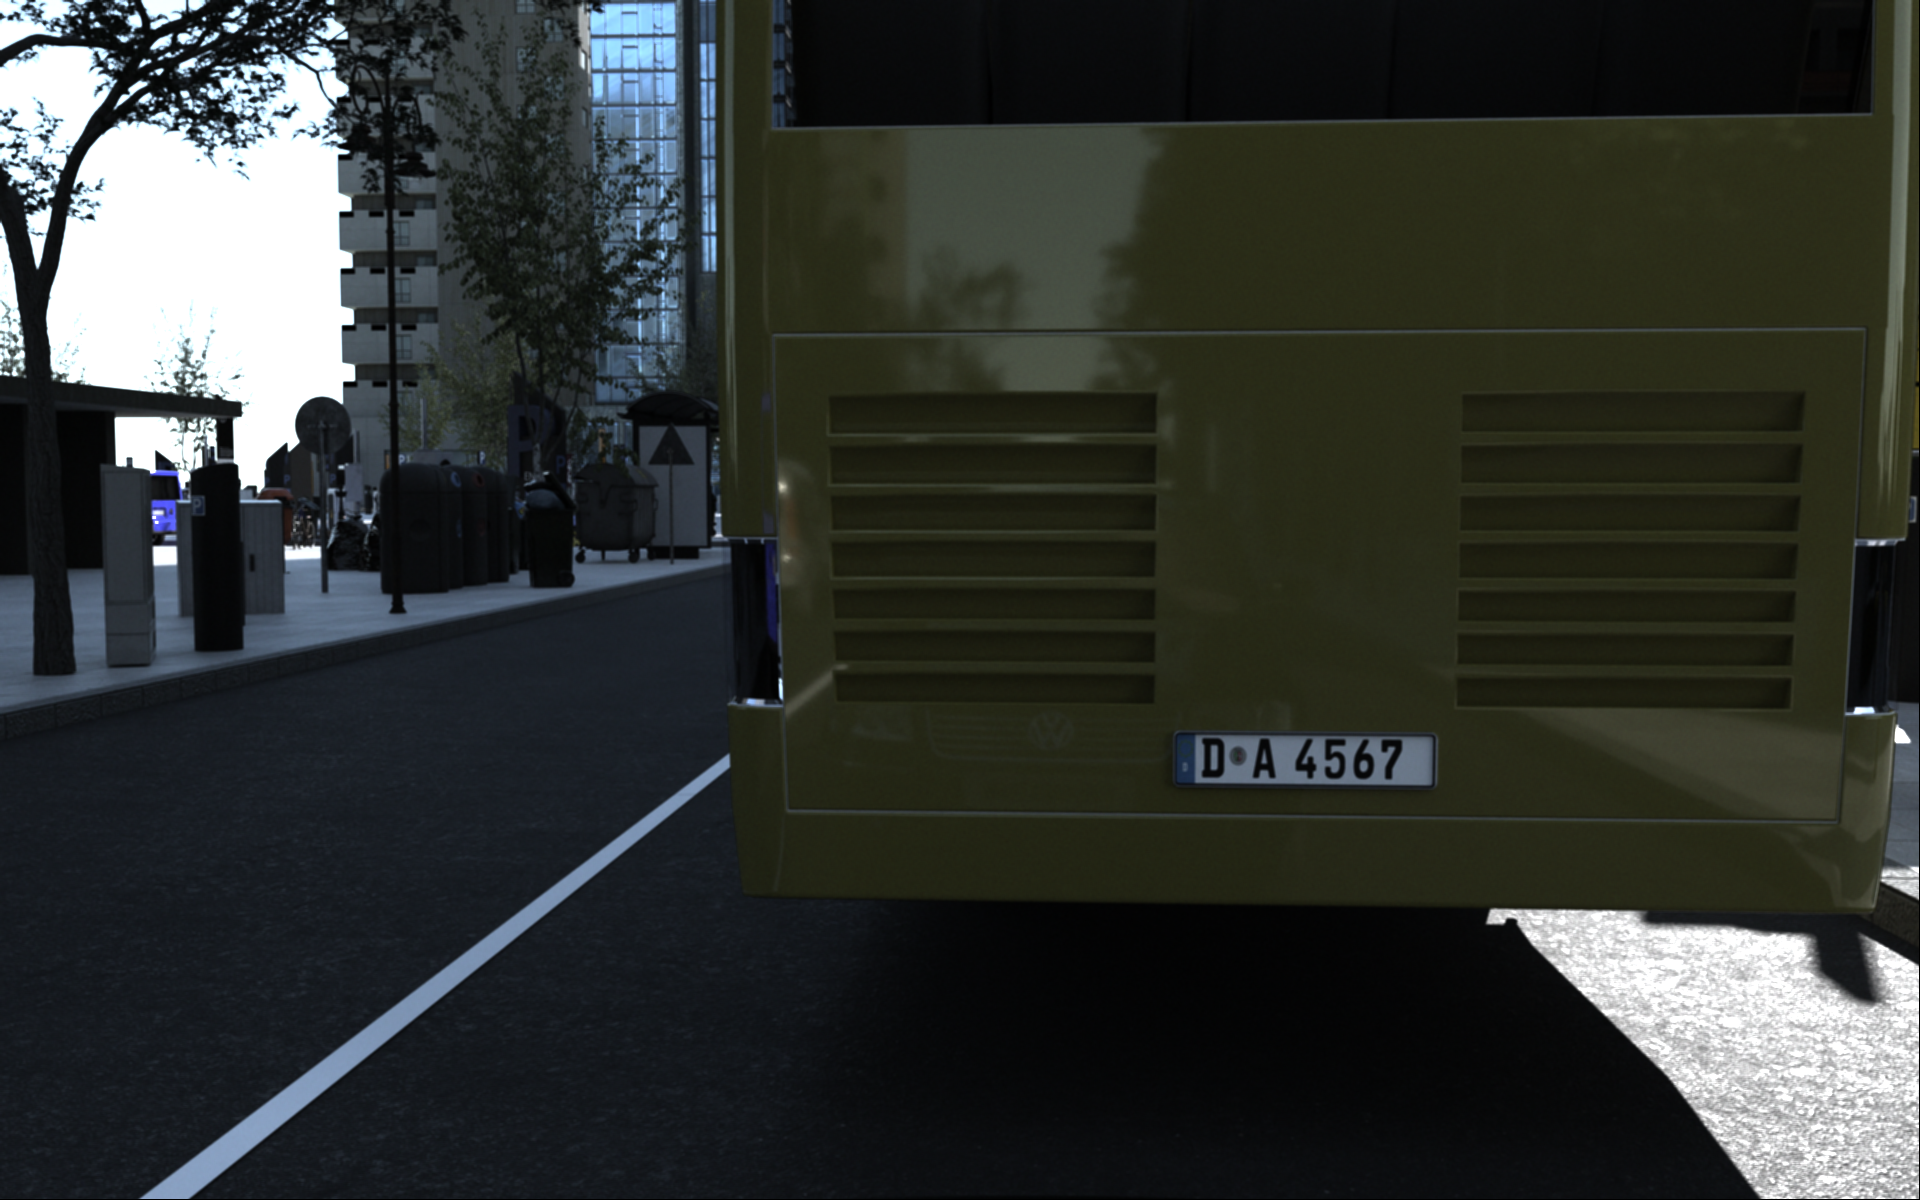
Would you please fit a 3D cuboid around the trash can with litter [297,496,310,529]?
[{"bbox_3d":[-24.161,-3.162,62.749,1.678,1.210,2.233,2,4,27],"label":"trash can with litter"}]

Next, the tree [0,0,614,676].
[{"bbox_3d":[-6.474,-4.769,12.382,8.767,10.594,7.601,0,4,-7],"label":"tree"}]

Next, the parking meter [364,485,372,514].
[{"bbox_3d":[-37.282,-6.323,109.095,0.399,1.863,0.255,2,4,32],"label":"parking meter"}]

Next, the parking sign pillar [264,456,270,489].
[{"bbox_3d":[-34.995,-6.129,88.681,1.447,3.967,1.447,2,4,24],"label":"parking sign pillar"}]

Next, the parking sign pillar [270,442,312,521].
[{"bbox_3d":[-29.342,-5.397,76.719,1.447,3.967,1.447,1,4,21],"label":"parking sign pillar"}]

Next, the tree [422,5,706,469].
[{"bbox_3d":[-6.350,-4.661,26.563,4.737,8.622,4.395,0,3,0],"label":"tree"}]

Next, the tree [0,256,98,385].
[{"bbox_3d":[-28.576,-6.250,52.543,4.360,8.622,3.978,0,3,0],"label":"tree"}]

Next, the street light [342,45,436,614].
[{"bbox_3d":[-6.060,-2.795,18.492,0.468,5.910,1.993,0,4,4],"label":"street light"}]

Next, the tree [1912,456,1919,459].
[{"bbox_3d":[15.902,-2.743,28.562,4.285,4.588,4.351,0,3,0],"label":"tree"}]

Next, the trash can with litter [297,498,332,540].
[{"bbox_3d":[-18.017,-2.273,48.559,1.055,1.170,0.624,1,4,12],"label":"trash can with litter"}]

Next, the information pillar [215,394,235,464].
[{"bbox_3d":[-17.272,-3.020,40.724,0.183,3.616,0.504,1,4,22],"label":"information pillar"}]

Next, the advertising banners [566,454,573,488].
[{"bbox_3d":[-17.151,-4.775,74.257,0.090,3.025,2.074,1,4,20],"label":"advertising banners"}]

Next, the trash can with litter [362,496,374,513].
[{"bbox_3d":[-39.460,-6.374,115.271,2.233,1.210,1.678,-2,4,-33],"label":"trash can with litter"}]

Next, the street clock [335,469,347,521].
[{"bbox_3d":[-17.938,-2.791,50.210,0.358,2.002,0.471,-1,4,-18],"label":"street clock"}]

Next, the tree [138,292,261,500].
[{"bbox_3d":[-28.273,-6.943,63.885,4.360,8.622,3.978,0,3,0],"label":"tree"}]

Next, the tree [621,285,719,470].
[{"bbox_3d":[-9.291,-6.733,60.448,4.360,8.622,3.978,0,3,0],"label":"tree"}]

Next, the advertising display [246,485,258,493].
[{"bbox_3d":[-49.859,-7.143,122.002,0.123,1.923,0.974,1,4,21],"label":"advertising display"}]

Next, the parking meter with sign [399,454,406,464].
[{"bbox_3d":[-23.633,-4.833,75.285,1.738,3.016,0.543,1,4,23],"label":"parking meter with sign"}]

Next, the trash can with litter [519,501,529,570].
[{"bbox_3d":[-7.424,-1.084,29.106,0.624,1.170,1.055,2,4,24],"label":"trash can with litter"}]

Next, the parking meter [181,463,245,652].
[{"bbox_3d":[-6.110,-0.356,14.239,0.372,1.533,0.369,0,3,0],"label":"parking meter"}]

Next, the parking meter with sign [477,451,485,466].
[{"bbox_3d":[-18.600,-4.521,70.180,1.738,3.016,0.543,1,4,10],"label":"parking meter with sign"}]

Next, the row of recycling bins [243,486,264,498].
[{"bbox_3d":[-38.693,-5.264,93.176,3.534,1.692,1.069,-1,4,-15],"label":"row of recycling bins"}]

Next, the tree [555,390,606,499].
[{"bbox_3d":[-26.137,-10.216,117.393,4.360,8.622,3.978,0,3,0],"label":"tree"}]

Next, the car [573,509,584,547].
[{"bbox_3d":[-10.544,-2.086,43.705,3.694,1.707,1.945,0,4,2],"label":"car"}]

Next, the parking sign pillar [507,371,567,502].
[{"bbox_3d":[-9.229,-3.015,37.763,1.447,3.967,1.447,2,4,25],"label":"parking sign pillar"}]

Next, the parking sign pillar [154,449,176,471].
[{"bbox_3d":[-47.911,-7.106,104.652,1.447,3.967,1.447,2,4,31],"label":"parking sign pillar"}]

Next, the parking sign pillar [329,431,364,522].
[{"bbox_3d":[-26.091,-5.197,73.440,1.447,3.967,1.447,2,4,27],"label":"parking sign pillar"}]

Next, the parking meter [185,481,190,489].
[{"bbox_3d":[-35.048,-4.474,78.863,0.255,1.863,0.399,3,5,44],"label":"parking meter"}]

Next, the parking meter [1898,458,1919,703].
[{"bbox_3d":[5.940,-0.143,10.746,0.372,1.533,0.369,0,3,0],"label":"parking meter"}]

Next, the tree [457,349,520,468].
[{"bbox_3d":[-23.198,-8.326,86.497,4.360,8.622,3.978,0,3,0],"label":"tree"}]

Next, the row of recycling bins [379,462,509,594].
[{"bbox_3d":[-7.102,-1.025,23.878,1.069,1.692,3.534,0,4,2],"label":"row of recycling bins"}]

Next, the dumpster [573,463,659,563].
[{"bbox_3d":[-6.521,-1.653,32.778,1.264,1.857,1.865,0,4,4],"label":"dumpster"}]

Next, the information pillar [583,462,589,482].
[{"bbox_3d":[-26.892,-8.153,124.659,0.504,3.616,0.183,-2,4,-27],"label":"information pillar"}]
